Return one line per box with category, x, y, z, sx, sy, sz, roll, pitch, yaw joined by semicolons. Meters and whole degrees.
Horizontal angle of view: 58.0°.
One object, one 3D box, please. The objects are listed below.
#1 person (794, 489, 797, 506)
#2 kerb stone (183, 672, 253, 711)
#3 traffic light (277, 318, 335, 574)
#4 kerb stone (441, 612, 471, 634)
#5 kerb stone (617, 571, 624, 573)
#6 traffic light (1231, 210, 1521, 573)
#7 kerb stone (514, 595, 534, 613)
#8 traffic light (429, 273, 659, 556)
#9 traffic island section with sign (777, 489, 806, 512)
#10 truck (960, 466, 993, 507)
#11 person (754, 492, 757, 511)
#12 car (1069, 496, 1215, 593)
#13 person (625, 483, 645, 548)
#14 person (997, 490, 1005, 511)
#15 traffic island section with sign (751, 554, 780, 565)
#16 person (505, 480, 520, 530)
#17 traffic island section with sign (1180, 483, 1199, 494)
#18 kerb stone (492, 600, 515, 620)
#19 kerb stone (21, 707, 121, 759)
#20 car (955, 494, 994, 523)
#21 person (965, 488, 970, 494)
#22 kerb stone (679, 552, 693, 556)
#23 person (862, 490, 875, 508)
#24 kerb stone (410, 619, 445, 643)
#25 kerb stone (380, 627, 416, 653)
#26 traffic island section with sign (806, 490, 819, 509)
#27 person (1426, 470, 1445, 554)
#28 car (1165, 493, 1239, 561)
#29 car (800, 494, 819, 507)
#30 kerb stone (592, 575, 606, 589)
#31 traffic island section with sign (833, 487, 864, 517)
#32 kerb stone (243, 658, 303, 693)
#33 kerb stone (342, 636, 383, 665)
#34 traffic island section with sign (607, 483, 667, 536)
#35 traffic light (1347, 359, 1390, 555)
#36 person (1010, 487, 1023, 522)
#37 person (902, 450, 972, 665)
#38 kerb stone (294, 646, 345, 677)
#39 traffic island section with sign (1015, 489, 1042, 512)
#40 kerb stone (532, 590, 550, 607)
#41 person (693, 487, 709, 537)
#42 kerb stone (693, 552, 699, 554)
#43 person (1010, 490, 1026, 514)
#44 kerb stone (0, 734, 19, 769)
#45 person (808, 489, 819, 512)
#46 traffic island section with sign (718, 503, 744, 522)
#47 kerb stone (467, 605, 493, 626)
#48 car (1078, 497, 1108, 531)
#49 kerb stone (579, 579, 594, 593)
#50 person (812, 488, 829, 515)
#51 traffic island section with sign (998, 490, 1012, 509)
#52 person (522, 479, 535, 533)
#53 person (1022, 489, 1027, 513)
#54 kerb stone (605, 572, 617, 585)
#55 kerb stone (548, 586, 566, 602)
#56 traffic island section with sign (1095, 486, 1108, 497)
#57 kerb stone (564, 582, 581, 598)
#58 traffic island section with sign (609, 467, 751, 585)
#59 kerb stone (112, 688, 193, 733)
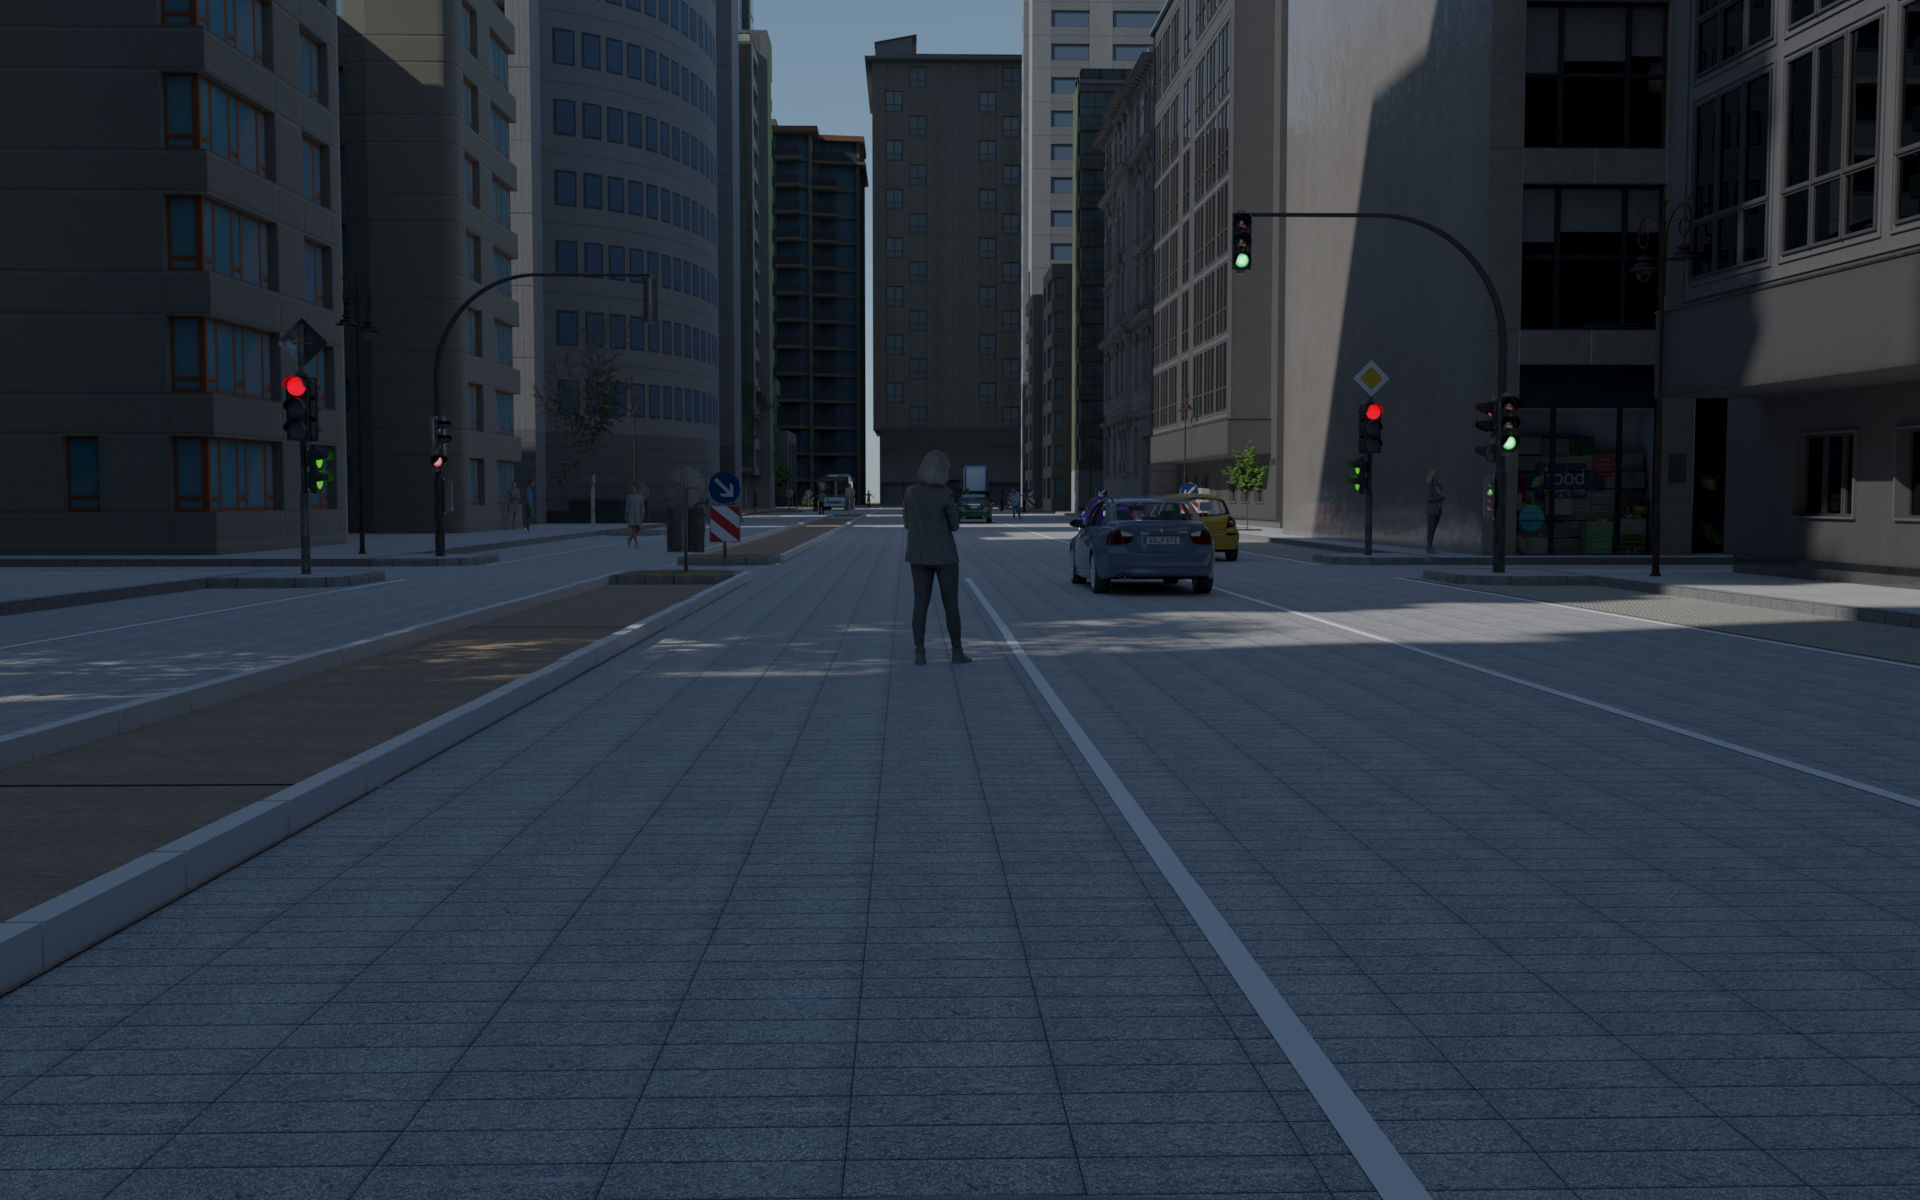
person;-17.131;-10.639;180.129;0.705;1.807;1.348;0;4;-1
kerb stone;-5.102;0.634;11.836;0.120;0.150;1.000;0;4;-2
traffic light;-10.463;-2.368;27.643;0.839;4.253;0.868;0;4;-2
kerb stone;-5.294;0.258;17.982;0.120;0.150;1.000;0;4;-2
kerb stone;-5.608;-0.370;28.240;0.120;0.150;1.000;0;4;-2
traffic light;6.700;-3.264;28.038;4.771;5.953;1.251;0;4;-2
kerb stone;-5.386;0.074;21.063;0.120;0.150;1.000;0;4;-2
traffic light;-8.618;-3.734;35.723;4.771;5.953;1.251;0;4;-2
traffic island section with sign;-13.530;-7.910;137.949;1.989;1.847;2.006;0;4;-2
truck;1.545;-10.309;158.315;2.967;4.110;18.799;0;4;0
person;-15.335;-7.378;129.929;0.557;1.426;1.065;0;4;-7
car;2.715;-0.874;26.287;2.014;1.417;4.499;0;4;-3
person;-8.675;-2.247;45.995;0.760;1.731;0.466;3;5;44
person;3.443;-8.296;144.860;0.721;1.735;1.217;2;4;31
traffic island section with sign;-4.765;-1.679;35.595;2.006;1.907;1.989;0;4;-2
person;-15.971;-3.394;61.868;0.599;1.781;0.374;-2;4;-29
traffic island section with sign;7.838;-3.199;60.927;1.989;1.847;2.006;0;4;-2
kerb stone;-5.355;0.132;20.030;0.120;0.150;1.000;0;4;-2
kerb stone;-5.046;0.759;9.793;0.120;0.150;1.000;0;4;-2
car;0.679;-4.611;87.182;2.131;1.459;4.920;0;4;0
person;0.525;-5.798;103.657;0.532;1.782;0.716;1;4;11
kerb stone;-5.874;-0.902;36.954;0.120;0.150;1.000;0;4;-2
person;-9.274;-10.226;175.682;1.348;1.826;0.705;-1;4;-22
kerb stone;-5.267;0.320;16.960;0.120;0.150;1.000;0;4;-2
kerb stone;-5.228;0.388;15.934;0.120;0.150;1.000;0;4;-2
traffic island section with sign;-14.365;-9.570;165.093;1.989;1.847;2.006;0;4;-2
person;10.297;-1.907;37.413;0.537;1.800;0.526;-2;4;-29
car;5.021;-1.723;38.399;2.015;1.641;3.980;0;4;-2
car;-14.774;-9.851;171.285;2.015;1.641;3.980;0;4;-3
kerb stone;-5.539;-0.241;26.197;0.120;0.150;1.000;0;4;-2
traffic island section with sign;-7.060;-6.273;110.699;2.006;1.907;1.989;0;4;-2
kerb stone;-5.137;0.572;12.860;0.120;0.150;1.000;0;4;-2
kerb stone;-5.199;0.450;14.908;0.120;0.150;1.000;0;4;-2
traffic island section with sign;-11.168;-3.165;60.372;1.989;1.847;2.006;0;4;-2
traffic light;8.546;-2.893;36.224;0.839;4.253;0.868;0;4;-2
person;2.924;-4.968;89.996;0.793;1.790;0.793;-1;4;-21
person;-0.223;-0.368;14.698;0.537;1.800;0.526;2;4;35
kerb stone;-5.172;0.508;13.882;0.120;0.150;1.000;0;4;-2
traffic island section with sign;5.487;-7.925;138.194;1.989;1.847;2.006;0;4;-2
kerb stone;-5.424;0.012;22.088;0.120;0.150;1.000;0;4;-2
person;-7.583;-2.531;50.154;0.573;1.790;0.520;3;5;42
kerb stone;-5.905;-0.965;37.977;0.120;0.150;1.000;0;4;-2
person;4.274;-7.207;127.017;1.217;1.739;0.721;0;4;-6
kerb stone;-5.015;0.821;8.771;0.120;0.150;1.000;0;4;-2
person;-11.634;-8.017;139.216;1.348;1.869;0.705;3;5;39
traffic island section with sign;-12.000;-4.839;87.750;1.989;1.847;2.006;0;4;-2
kerb stone;-5.328;0.195;19.003;0.120;0.150;1.000;0;4;-2
car;5.176;-2.962;61.005;1.945;1.354;3.894;0;4;-2
kerb stone;-5.512;-0.182;25.171;0.120;0.150;1.000;0;4;-2
person;-9.657;-6.848;120.444;1.348;1.826;0.705;2;4;25
traffic island section with sign;4.668;-9.572;165.137;1.989;1.847;2.006;0;4;-2
person;-14.122;-3.075;56.663;0.444;1.785;0.601;0;4;-3
person;4.985;-7.622;133.134;0.705;1.823;1.348;0;4;-1
kerb stone;-5.581;-0.305;27.218;0.120;0.150;1.000;0;4;-2
kerb stone;-5.454;-0.051;23.121;0.120;0.150;1.000;0;4;-2
traffic island section with sign;7.022;-4.859;88.074;1.989;1.847;2.006;0;4;-2
kerb stone;-5.476;-0.115;24.142;0.120;0.150;1.000;0;4;-2
traffic island section with sign;-4.549;-1.227;28.191;2.006;1.907;1.989;0;4;-2
kerb stone;-5.072;0.696;10.815;0.120;0.150;1.000;0;4;-2
